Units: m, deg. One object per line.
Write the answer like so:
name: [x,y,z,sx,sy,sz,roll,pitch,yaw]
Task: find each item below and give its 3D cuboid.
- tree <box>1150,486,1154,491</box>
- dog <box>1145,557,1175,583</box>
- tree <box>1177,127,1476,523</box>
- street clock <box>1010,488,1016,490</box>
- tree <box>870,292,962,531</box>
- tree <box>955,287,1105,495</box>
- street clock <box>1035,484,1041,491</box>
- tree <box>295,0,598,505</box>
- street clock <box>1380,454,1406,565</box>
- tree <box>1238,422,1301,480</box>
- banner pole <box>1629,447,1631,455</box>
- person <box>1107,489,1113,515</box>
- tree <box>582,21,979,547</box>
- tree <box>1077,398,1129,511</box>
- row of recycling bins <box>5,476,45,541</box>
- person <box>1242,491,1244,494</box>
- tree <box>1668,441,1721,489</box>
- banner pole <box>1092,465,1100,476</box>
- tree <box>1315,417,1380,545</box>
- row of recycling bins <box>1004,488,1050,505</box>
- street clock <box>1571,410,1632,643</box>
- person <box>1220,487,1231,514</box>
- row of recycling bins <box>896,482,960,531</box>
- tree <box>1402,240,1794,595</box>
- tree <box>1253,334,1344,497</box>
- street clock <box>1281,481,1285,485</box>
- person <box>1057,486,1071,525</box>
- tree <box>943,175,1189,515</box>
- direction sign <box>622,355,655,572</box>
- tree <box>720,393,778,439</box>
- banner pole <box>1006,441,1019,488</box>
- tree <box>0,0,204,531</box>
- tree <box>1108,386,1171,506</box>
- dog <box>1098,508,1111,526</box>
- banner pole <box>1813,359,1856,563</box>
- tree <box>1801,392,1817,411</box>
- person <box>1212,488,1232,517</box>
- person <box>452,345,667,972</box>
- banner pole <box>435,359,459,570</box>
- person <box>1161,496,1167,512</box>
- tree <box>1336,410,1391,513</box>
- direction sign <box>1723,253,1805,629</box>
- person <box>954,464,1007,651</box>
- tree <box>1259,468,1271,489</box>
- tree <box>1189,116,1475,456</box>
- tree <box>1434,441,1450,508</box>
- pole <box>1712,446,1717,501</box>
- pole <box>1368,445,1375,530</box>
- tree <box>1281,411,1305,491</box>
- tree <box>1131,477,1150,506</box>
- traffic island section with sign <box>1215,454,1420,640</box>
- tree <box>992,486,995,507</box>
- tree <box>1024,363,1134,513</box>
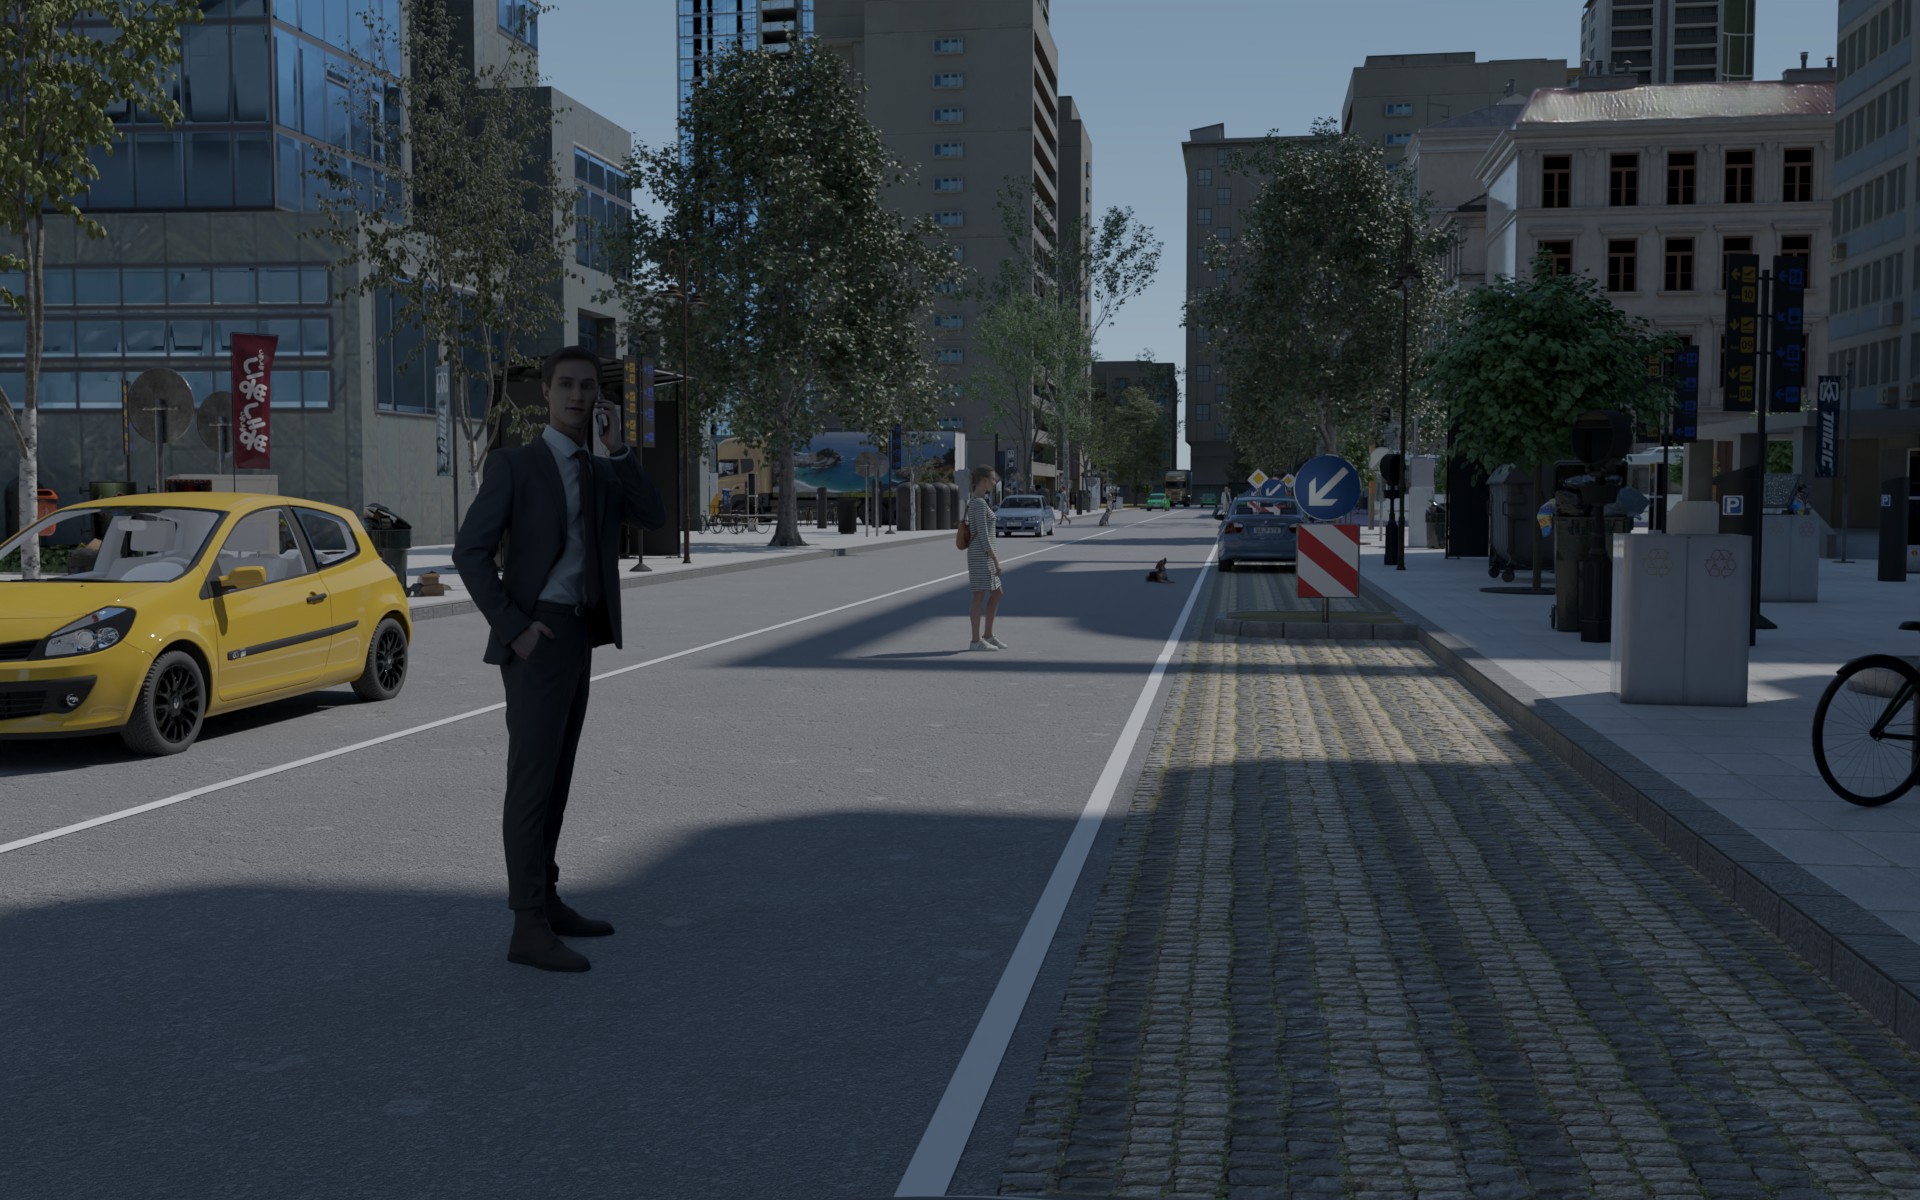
tree: [23.041,-13.448,214.478,1.663,3.219,1.824,0,3,0]
dog: [3.268,-0.487,28.160,0.550,0.427,0.748,1,4,15]
tree: [11.743,-8.422,54.701,9.611,12.733,9.660,0,3,0]
street clock: [3.811,-7.341,124.602,0.358,2.002,0.471,3,4,36]
tree: [-1.768,-6.663,59.299,4.360,8.622,3.978,0,3,0]
tree: [3.436,-9.906,87.720,9.928,11.665,9.643,0,3,0]
street clock: [5.709,-7.488,127.002,0.471,2.002,0.358,0,4,-5]
tree: [-6.835,-4.501,23.955,4.360,8.622,3.978,0,3,0]
street clock: [7.781,-1.628,31.184,0.471,2.002,0.358,-3,4,-38]
tree: [28.657,-14.597,156.792,7.486,12.596,7.792,0,3,0]
banner pole: [30.117,-5.404,78.373,0.863,3.779,0.401,-1,4,-21]
person: [10.346,-6.747,119.366,0.362,1.759,0.519,2,4,26]
tree: [-4.352,-7.680,42.570,9.611,12.733,9.660,0,3,0]
tree: [10.527,-11.094,131.741,4.737,8.622,4.395,0,3,0]
row of recycling bins: [-22.344,-1.926,38.595,3.534,1.692,1.069,-2,4,-24]
person: [31.296,-11.131,191.206,0.721,1.735,1.217,2,4,25]
tree: [22.812,-3.624,53.857,1.663,3.219,1.824,0,3,0]
banner pole: [11.830,-9.798,150.209,0.863,3.779,0.401,2,4,24]
tree: [10.044,-3.019,43.961,1.663,3.219,1.824,0,3,0]
row of recycling bins: [4.317,-6.619,115.331,3.534,1.692,1.069,-1,4,-20]
street clock: [5.524,-0.636,14.967,0.358,2.002,0.471,-2,4,-28]
person: [15.317,-5.604,100.004,0.514,1.842,0.818,-3,5,-43]
row of recycling bins: [-1.064,-3.337,61.673,1.069,1.692,3.534,2,4,31]
tree: [7.514,-2.381,22.639,4.285,4.588,4.351,0,3,0]
tree: [20.275,-10.988,105.414,9.928,11.665,9.643,0,3,0]
street clock: [17.599,-5.510,94.660,0.358,2.002,0.471,1,4,21]
person: [4.850,-4.388,80.344,0.778,1.811,0.616,2,4,35]
tree: [4.988,-15.218,104.701,12.611,20.169,13.585,0,3,0]
direction sign: [-5.293,-2.239,28.612,0.379,3.537,0.876,1,4,23]
tree: [-10.959,-8.649,91.769,4.737,8.622,4.395,0,3,0]
banner pole: [2.536,-5.629,82.044,0.863,3.779,0.401,-3,4,-36]
tree: [-8.243,-3.934,14.687,4.737,8.622,4.395,0,3,0]
tree: [18.813,-16.178,182.640,7.486,12.596,7.792,0,3,0]
dog: [6.317,-3.684,77.068,0.800,0.831,0.513,0,4,8]
banner pole: [16.287,-2.582,32.233,0.863,3.779,0.401,0,4,-7]
tree: [26.428,-4.353,54.879,4.285,4.588,4.351,0,3,0]
person: [16.634,-6.163,109.474,1.509,1.804,0.699,-1,4,-15]
person: [-1.238,0.145,5.490,0.474,1.900,0.648,1,4,21]
banner pole: [-8.761,-2.424,29.654,0.401,3.779,0.863,-3,5,-45]
person: [16.490,-7.780,139.950,0.590,1.304,0.306,-3,4,-36]
tree: [26.412,-10.056,114.770,4.737,8.622,4.395,0,3,0]
direction sign: [7.628,-1.498,16.493,0.876,3.537,0.379,-1,4,-17]
person: [0.204,-0.386,15.807,0.522,1.701,0.512,0,4,-7]
tree: [33.679,-12.571,189.250,4.285,4.588,4.351,0,3,0]
tree: [18.684,-14.012,84.993,12.611,20.169,13.585,0,3,0]
tree: [17.351,-4.120,61.969,1.663,3.219,1.824,0,3,0]
pole: [32.115,-4.893,73.839,0.158,3.312,0.155,0,3,0]
pole: [14.725,-4.165,61.934,0.158,3.312,0.155,0,3,0]
tree: [25.146,-11.054,131.088,4.737,8.622,4.395,0,3,0]
tree: [19.722,-12.043,191.509,1.663,3.219,1.824,0,3,0]
traffic island section with sign: [3.662,-0.571,17.967,1.989,1.847,2.006,1,4,9]
tree: [2.776,-8.909,140.270,1.663,3.219,1.824,0,3,0]
tree: [8.605,-11.338,119.788,7.601,10.594,8.767,2,4,30]
